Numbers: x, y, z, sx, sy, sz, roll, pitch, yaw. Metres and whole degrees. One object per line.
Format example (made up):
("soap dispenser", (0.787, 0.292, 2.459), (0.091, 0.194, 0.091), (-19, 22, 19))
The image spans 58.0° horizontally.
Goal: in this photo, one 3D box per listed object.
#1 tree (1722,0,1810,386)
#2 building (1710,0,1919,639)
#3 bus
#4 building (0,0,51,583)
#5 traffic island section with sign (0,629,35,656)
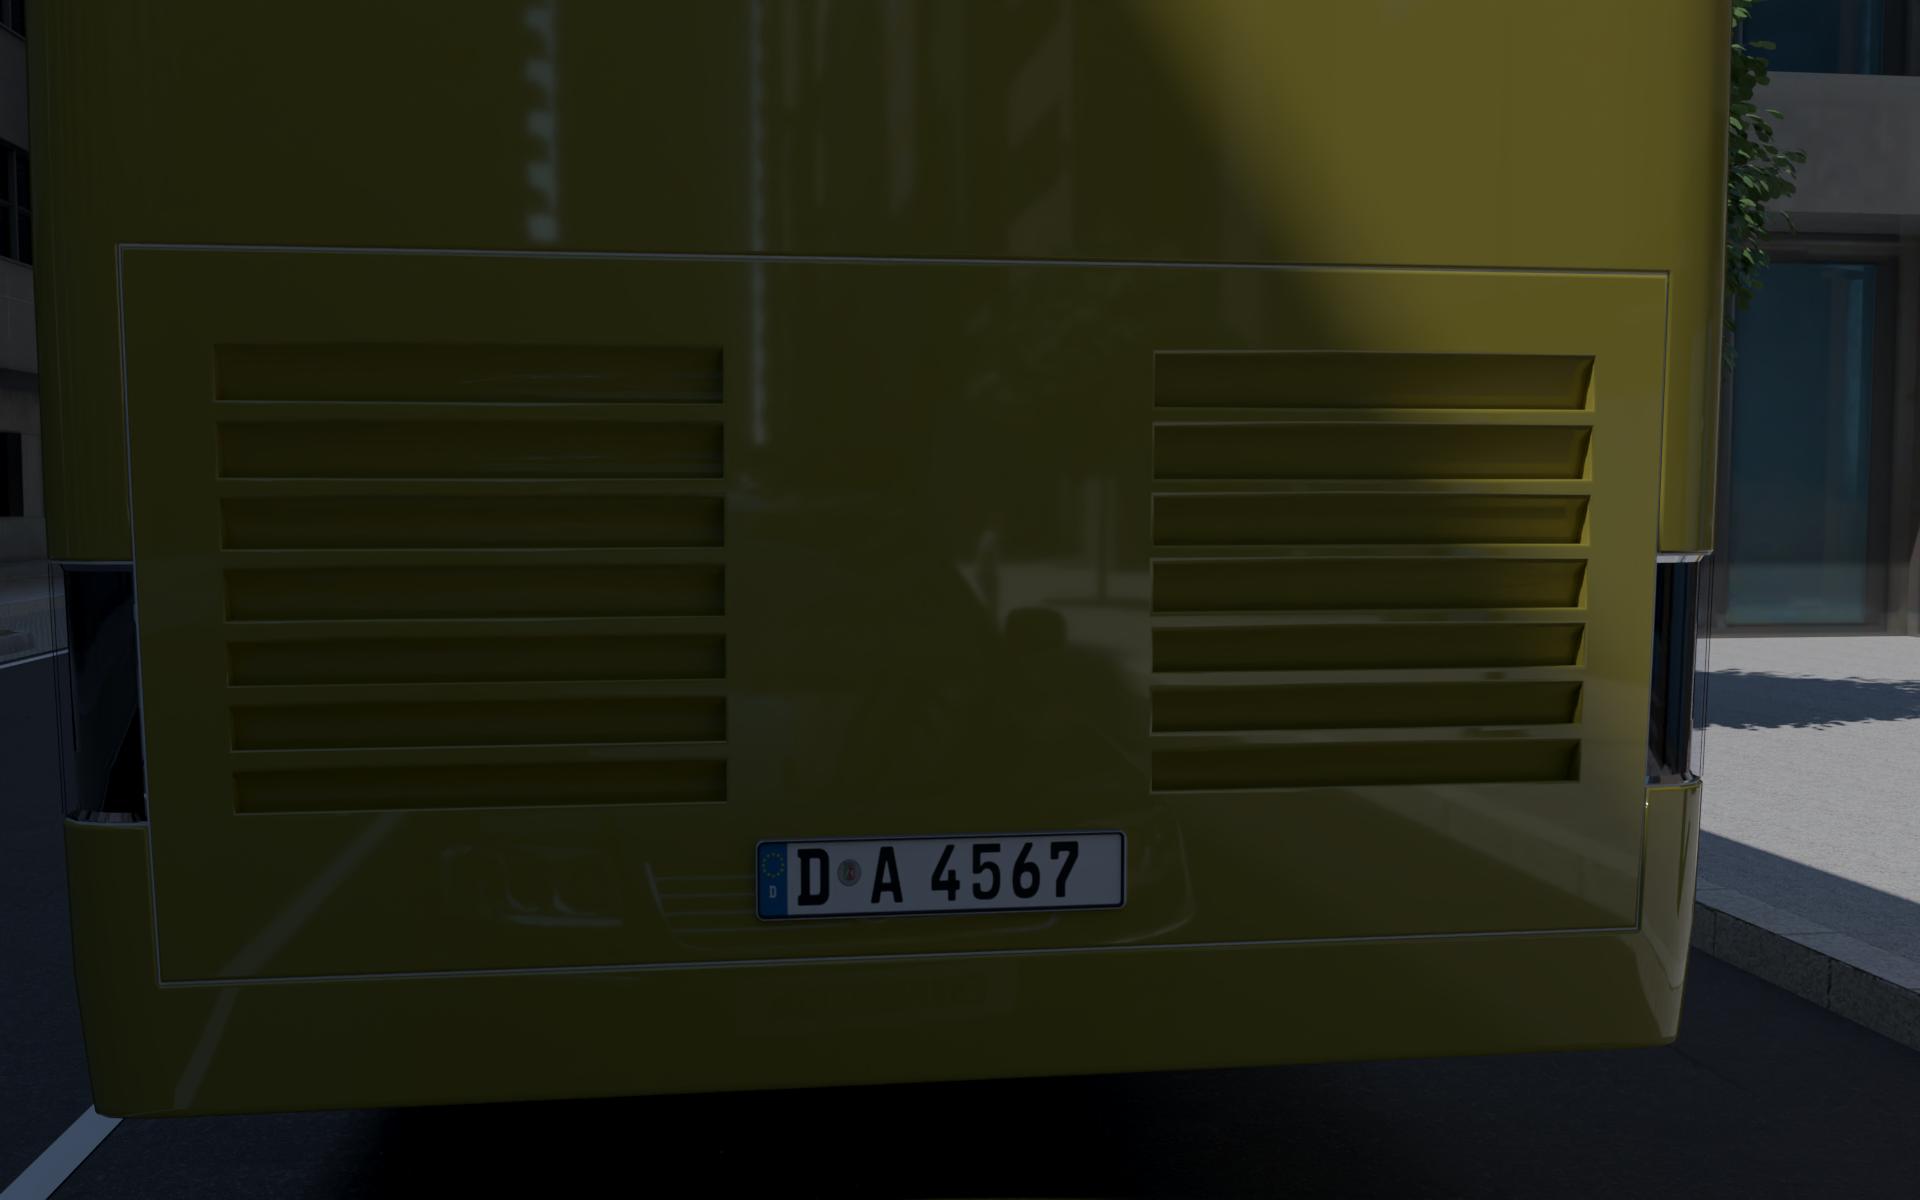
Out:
("tree", (3.100, -1.598, 9.845), (4.285, 4.588, 4.351), (0, 3, 0))
("building", (11.429, -24.949, 27.530), (23.786, 49.044, 30.456), (0, 4, -8))
("bus", (-0.880, -1.038, 8.524), (2.896, 3.916, 12.252), (0, 4, -8))
("building", (-17.720, -11.882, 13.342), (14.314, 24.678, 30.058), (0, 4, -8))
("traffic island section with sign", (-9.457, -0.410, 15.334), (1.989, 1.847, 2.006), (0, 4, -8))
